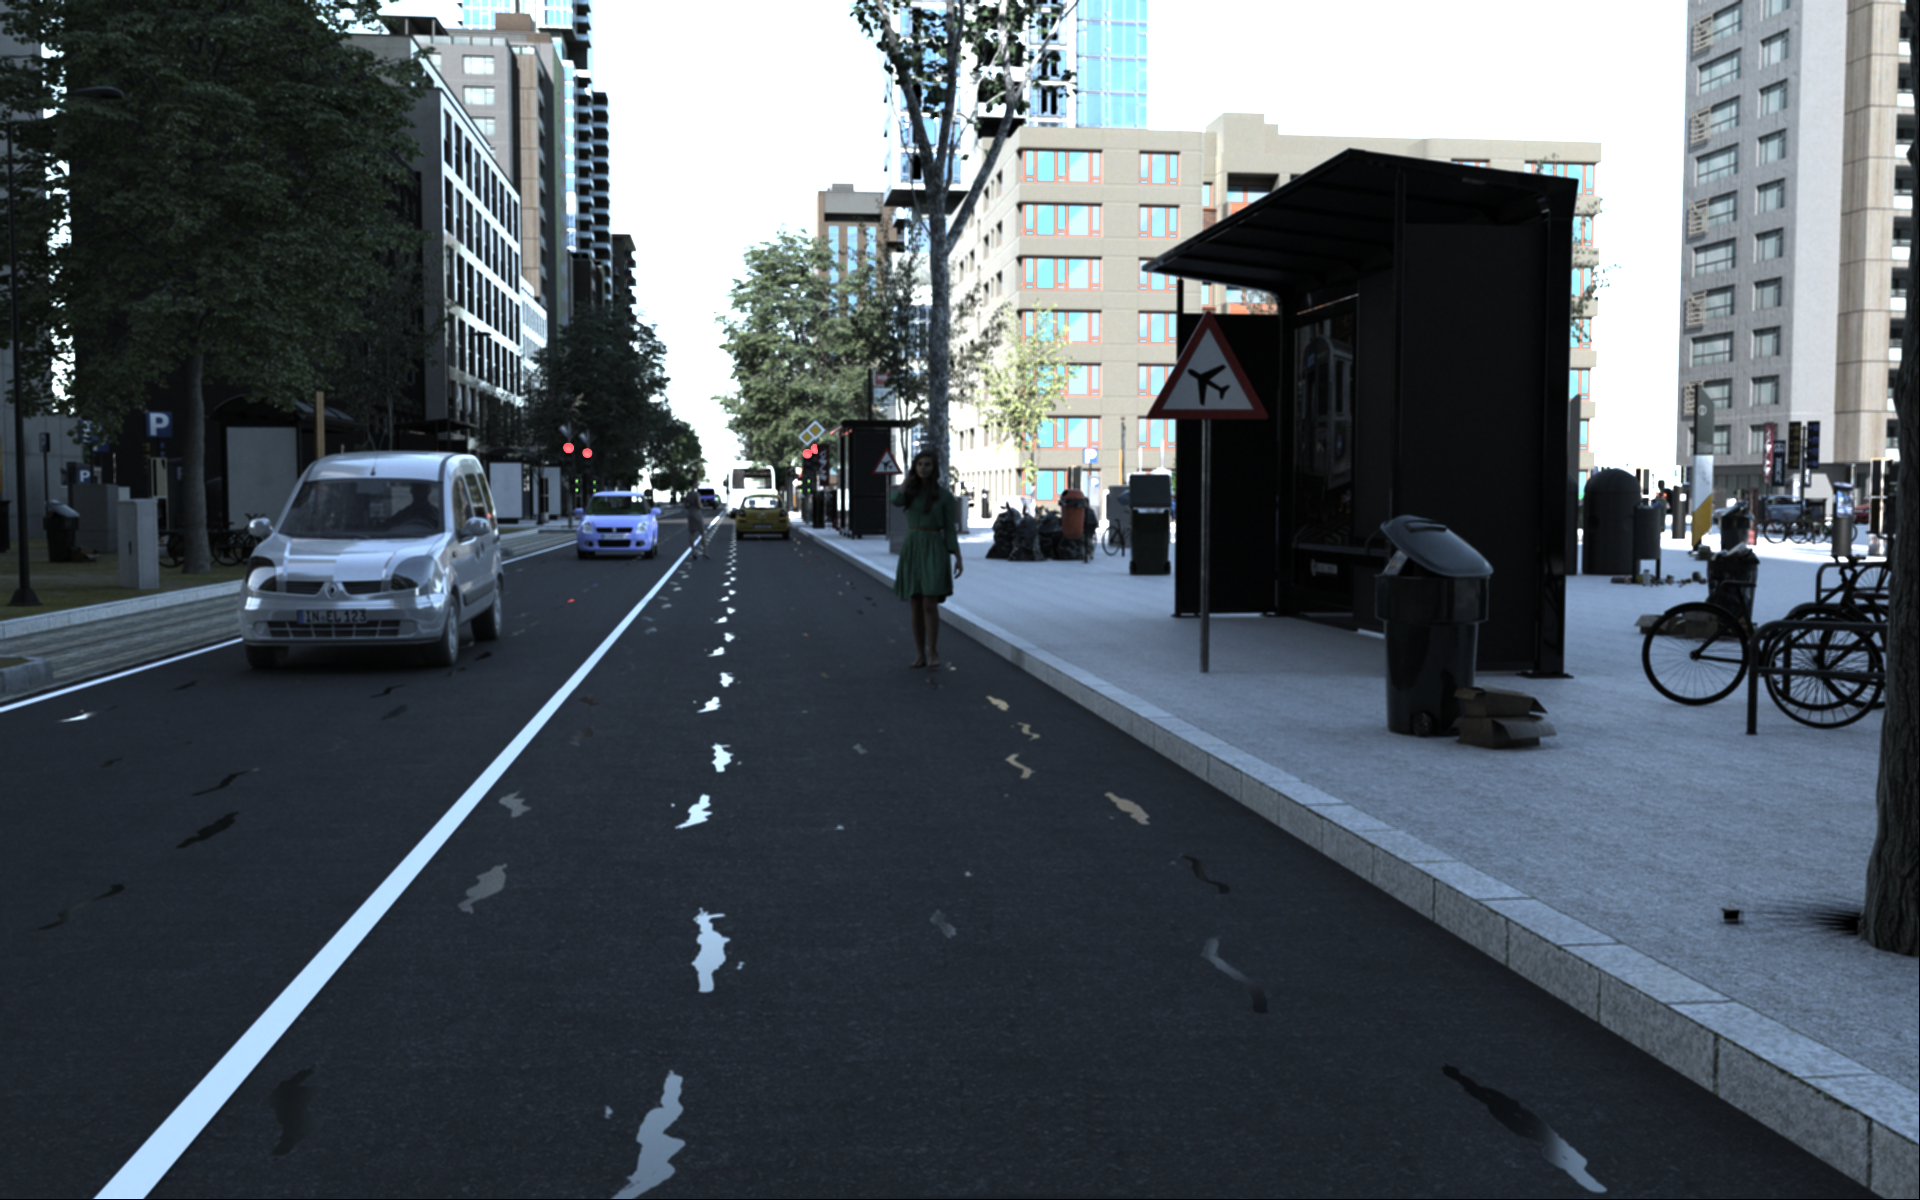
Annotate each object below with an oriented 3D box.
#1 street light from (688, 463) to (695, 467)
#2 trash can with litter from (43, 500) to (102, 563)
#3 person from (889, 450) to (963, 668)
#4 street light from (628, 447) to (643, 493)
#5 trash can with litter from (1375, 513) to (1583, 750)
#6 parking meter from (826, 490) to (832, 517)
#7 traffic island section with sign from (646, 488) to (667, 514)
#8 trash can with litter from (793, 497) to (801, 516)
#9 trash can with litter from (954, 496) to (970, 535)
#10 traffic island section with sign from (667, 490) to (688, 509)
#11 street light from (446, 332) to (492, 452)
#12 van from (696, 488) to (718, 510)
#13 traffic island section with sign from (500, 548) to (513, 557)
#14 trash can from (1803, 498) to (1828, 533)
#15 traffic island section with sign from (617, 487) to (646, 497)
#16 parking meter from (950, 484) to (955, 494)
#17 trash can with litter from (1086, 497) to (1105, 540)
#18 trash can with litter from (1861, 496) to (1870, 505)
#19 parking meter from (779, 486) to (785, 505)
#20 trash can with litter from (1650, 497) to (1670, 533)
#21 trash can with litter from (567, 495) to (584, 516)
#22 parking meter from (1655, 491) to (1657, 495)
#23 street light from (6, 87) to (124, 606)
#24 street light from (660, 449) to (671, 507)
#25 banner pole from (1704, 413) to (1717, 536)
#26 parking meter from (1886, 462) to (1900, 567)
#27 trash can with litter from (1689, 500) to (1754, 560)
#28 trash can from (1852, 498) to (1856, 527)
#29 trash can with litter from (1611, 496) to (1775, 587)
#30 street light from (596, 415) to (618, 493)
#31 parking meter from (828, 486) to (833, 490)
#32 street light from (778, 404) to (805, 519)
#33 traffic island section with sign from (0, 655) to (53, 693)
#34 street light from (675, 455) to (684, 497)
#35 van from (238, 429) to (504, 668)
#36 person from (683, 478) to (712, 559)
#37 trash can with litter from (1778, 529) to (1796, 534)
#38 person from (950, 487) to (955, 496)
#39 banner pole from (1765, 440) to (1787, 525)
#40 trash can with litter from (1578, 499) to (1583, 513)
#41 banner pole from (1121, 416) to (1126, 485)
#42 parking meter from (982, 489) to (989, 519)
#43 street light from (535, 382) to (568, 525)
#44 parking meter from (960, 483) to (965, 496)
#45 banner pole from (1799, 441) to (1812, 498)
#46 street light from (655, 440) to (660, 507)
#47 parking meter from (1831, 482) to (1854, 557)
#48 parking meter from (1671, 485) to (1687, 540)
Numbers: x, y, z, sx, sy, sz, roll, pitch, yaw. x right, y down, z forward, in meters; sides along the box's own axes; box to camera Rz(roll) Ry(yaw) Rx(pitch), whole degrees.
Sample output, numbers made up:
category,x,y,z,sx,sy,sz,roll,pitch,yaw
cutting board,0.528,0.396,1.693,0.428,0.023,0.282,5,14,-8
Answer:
category,x,y,z,sx,sy,sz,roll,pitch,yaw
street light,-40.982,-17.587,260.087,1.470,5.913,1.316,0,4,-7
trash can with litter,-16.730,-1.303,32.698,1.055,1.170,0.624,1,4,13
person,-0.272,-0.335,14.222,0.600,1.795,0.529,0,4,1
street light,-24.604,-9.720,131.458,1.470,5.913,1.316,0,4,-7
trash can with litter,2.689,0.138,9.129,0.624,1.170,1.055,-2,4,-29
parking meter,-7.477,-5.530,98.824,0.372,1.533,0.369,0,3,0
traffic island section with sign,-21.853,-6.919,121.754,1.989,1.847,2.006,0,4,-7
trash can with litter,-8.889,-5.522,101.342,2.233,1.210,1.678,0,4,2
trash can with litter,-0.522,-2.705,55.278,2.233,1.210,1.678,-3,5,-45
traffic island section with sign,-28.093,-9.898,170.463,1.989,1.847,2.006,0,4,-7
street light,-14.095,-4.716,49.650,1.470,5.913,1.316,0,4,-7
van,-23.685,-9.606,161.440,2.240,2.365,5.245,0,4,-7
traffic island section with sign,-11.373,-1.911,39.874,1.989,1.847,2.006,0,4,-7
trash can,28.532,-2.821,57.781,0.748,1.137,0.748,0,3,0
traffic island section with sign,-18.404,-5.269,94.778,1.989,1.847,2.006,0,4,-7
parking meter,-0.504,-5.833,101.082,0.399,1.863,0.255,2,4,31
trash can with litter,3.386,-2.297,48.621,1.678,1.210,2.233,-2,4,-24
trash can with litter,54.182,-5.789,105.714,1.678,1.210,2.233,-1,4,-17
parking meter,-12.644,-7.180,123.096,0.399,1.863,0.255,3,5,39
trash can with litter,23.057,-2.795,57.080,0.624,1.170,1.055,2,4,23
trash can with litter,-22.631,-5.462,100.357,1.678,1.210,2.233,0,4,3
parking meter,58.711,-8.442,146.438,0.372,1.533,0.369,0,3,0
street light,-10.248,-2.894,19.858,1.470,5.913,1.316,0,4,-7
street light,-30.487,-12.585,178.311,1.470,5.913,1.316,0,4,-7
banner pole,23.120,-3.891,53.628,0.401,3.779,0.863,-1,4,-15
parking meter,15.752,-1.423,28.980,0.399,1.863,0.255,-1,4,-12
trash can with litter,14.710,-1.349,33.448,1.055,1.170,0.624,0,4,6
trash can,32.949,-3.232,64.504,0.748,1.137,0.748,0,3,0
trash can with litter,10.257,-0.851,24.964,2.233,1.210,1.678,-2,4,-29
street light,-20.766,-7.898,101.665,1.470,5.913,1.316,0,4,-7
parking meter,-9.255,-7.223,123.806,0.255,1.863,0.399,0,4,4
street light,-8.433,-7.064,88.037,1.470,5.913,1.316,0,4,-7
traffic island section with sign,-7.888,-0.247,12.661,1.989,1.847,2.006,0,4,-7
street light,-34.288,-14.408,208.109,1.470,5.913,1.316,0,4,-7
van,-5.196,-0.527,15.624,2.013,2.044,4.112,0,4,-7
person,-5.800,-1.799,38.256,0.599,1.781,0.374,2,4,34
trash can with litter,26.228,-2.777,56.458,1.678,1.210,2.233,-1,4,-16
person,-0.436,-3.865,71.868,0.537,1.800,0.526,0,4,-2
banner pole,33.389,-4.955,71.034,0.863,3.779,0.401,2,4,24
trash can with litter,22.586,-3.165,63.127,1.055,1.170,0.624,-1,4,-17
banner pole,5.279,-4.031,55.919,0.401,3.779,0.863,1,4,12
parking meter,1.308,-4.941,89.191,0.372,1.533,0.369,0,3,0
street light,-16.924,-6.075,71.873,1.470,5.913,1.316,0,4,-7
parking meter,0.124,-5.032,87.976,0.255,1.863,0.399,0,4,-4
banner pole,39.612,-5.579,81.230,0.401,3.779,0.863,-1,4,-18
street light,-26.608,-10.720,147.817,1.470,5.913,1.316,0,4,-7
parking meter,17.984,-1.644,35.294,0.372,1.533,0.369,0,3,0
parking meter,20.344,-2.482,48.989,0.372,1.533,0.369,0,3,0
